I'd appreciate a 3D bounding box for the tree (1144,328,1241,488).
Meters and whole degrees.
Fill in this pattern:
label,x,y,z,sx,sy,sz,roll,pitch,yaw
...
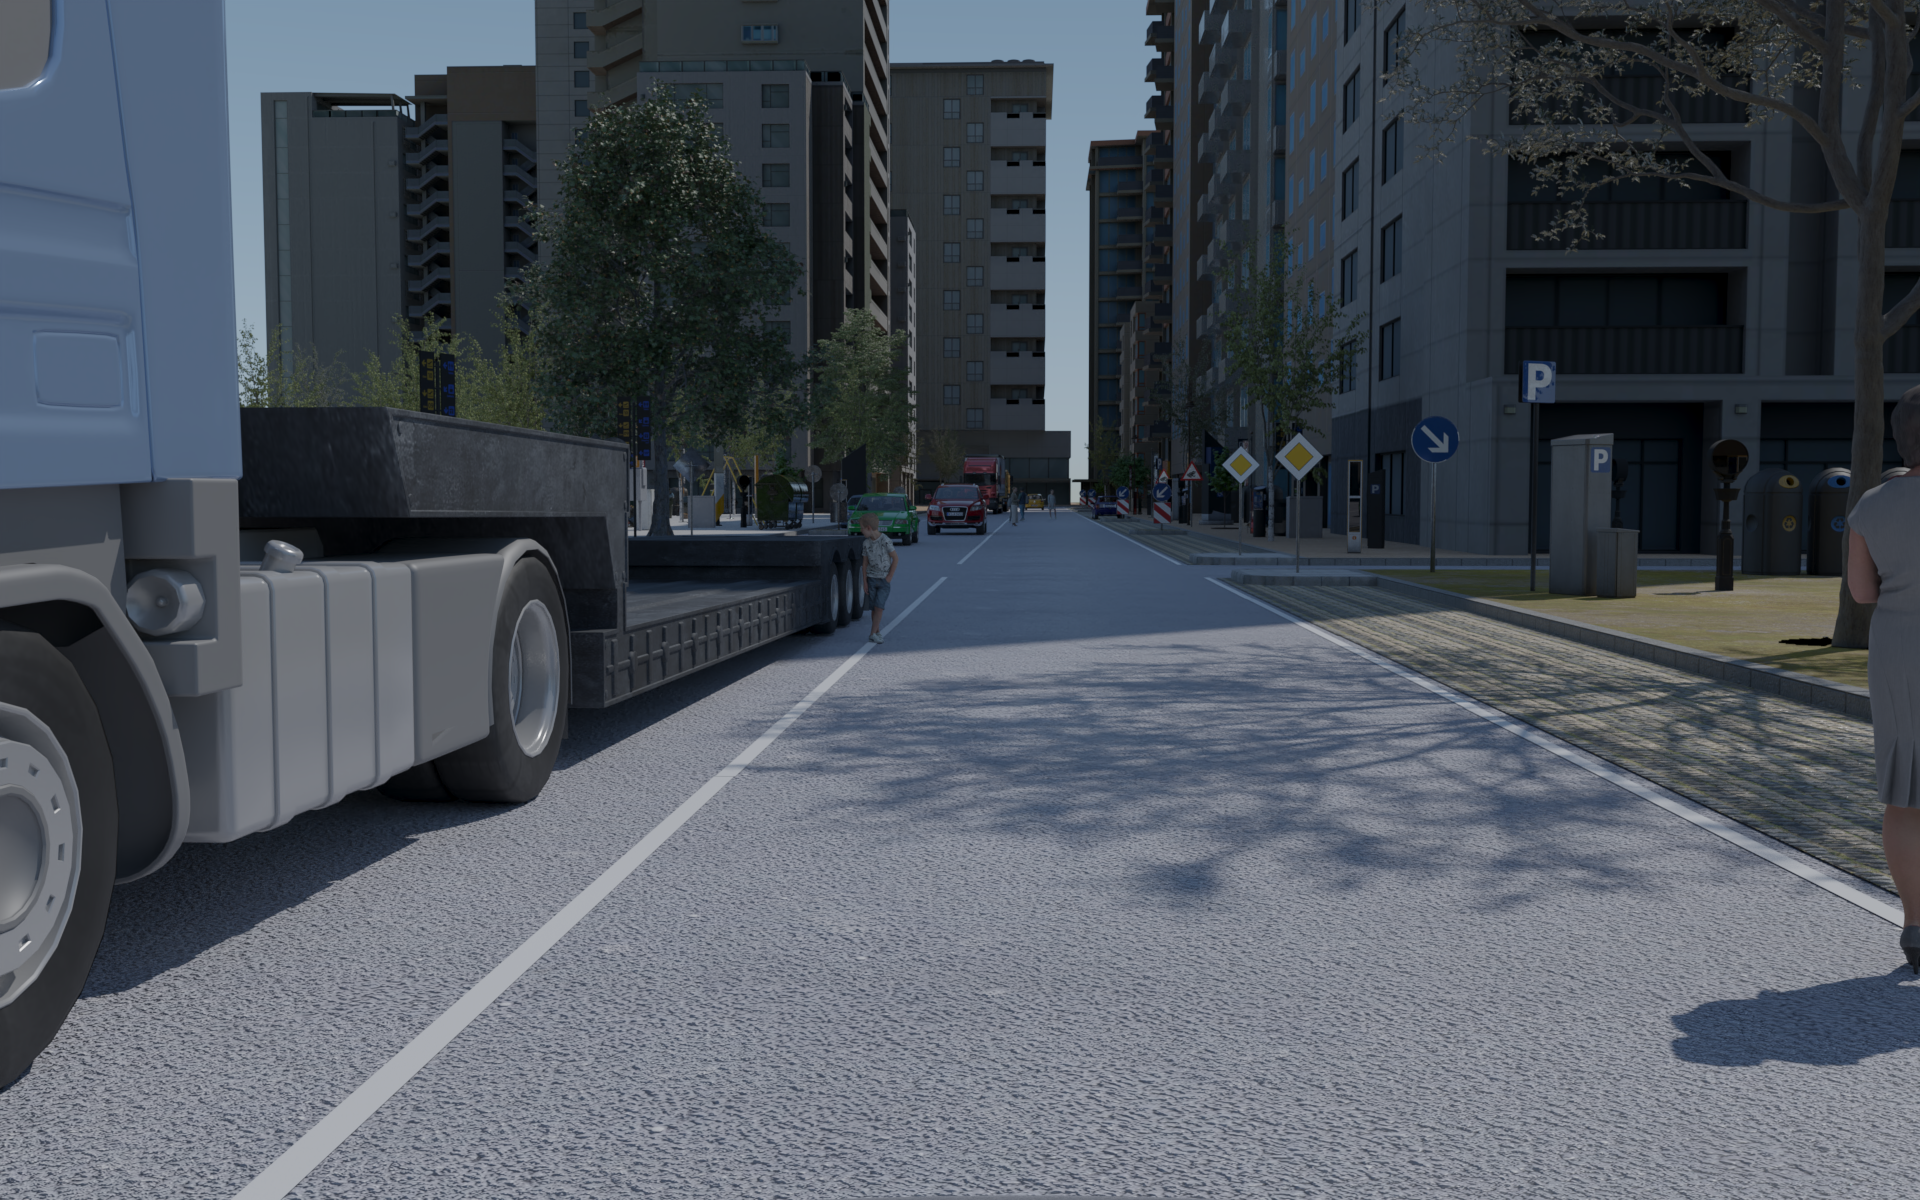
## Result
label,x,y,z,sx,sy,sz,roll,pitch,yaw
tree,10.461,-7.796,77.830,4.360,8.622,3.978,0,3,0

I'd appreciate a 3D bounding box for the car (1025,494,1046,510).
label,x,y,z,sx,sy,sz,roll,pitch,yaw
car,6.613,-8.783,153.820,2.015,1.641,3.980,0,4,2

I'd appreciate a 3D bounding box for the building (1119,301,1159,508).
label,x,y,z,sx,sy,sz,roll,pitch,yaw
building,30.155,-19.827,169.209,27.650,21.520,28.899,0,4,3

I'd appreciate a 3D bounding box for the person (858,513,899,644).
label,x,y,z,sx,sy,sz,roll,pitch,yaw
person,-0.791,-0.214,16.688,0.352,1.250,0.332,-2,4,-29

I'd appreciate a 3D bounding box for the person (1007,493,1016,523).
label,x,y,z,sx,sy,sz,roll,pitch,yaw
person,2.593,-4.586,86.073,0.503,1.515,0.523,0,4,-7

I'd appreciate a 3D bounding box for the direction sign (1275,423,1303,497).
label,x,y,z,sx,sy,sz,roll,pitch,yaw
direction sign,10.430,-3.852,54.972,0.876,3.537,0.379,0,4,-7

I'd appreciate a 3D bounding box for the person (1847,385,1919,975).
label,x,y,z,sx,sy,sz,roll,pitch,yaw
person,3.060,0.225,5.175,0.532,1.782,0.716,-3,5,-45

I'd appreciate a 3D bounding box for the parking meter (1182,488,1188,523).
label,x,y,z,sx,sy,sz,roll,pitch,yaw
parking meter,9.823,-4.113,75.658,0.372,1.533,0.369,0,3,0

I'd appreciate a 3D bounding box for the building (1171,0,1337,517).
label,x,y,z,sx,sy,sz,roll,pitch,yaw
building,22.062,-28.641,118.390,14.600,45.320,14.200,0,4,3

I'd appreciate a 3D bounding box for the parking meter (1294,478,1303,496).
label,x,y,z,sx,sy,sz,roll,pitch,yaw
parking meter,12.049,-3.424,61.687,0.255,1.863,0.399,2,4,29

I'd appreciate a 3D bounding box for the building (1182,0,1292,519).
label,x,y,z,sx,sy,sz,roll,pitch,yaw
building,24.923,-29.052,94.601,23.786,49.044,30.456,0,4,3

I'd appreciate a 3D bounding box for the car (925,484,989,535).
label,x,y,z,sx,sy,sz,roll,pitch,yaw
car,-0.075,-3.286,62.401,2.281,1.827,5.304,0,4,2

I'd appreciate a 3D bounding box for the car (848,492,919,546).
label,x,y,z,sx,sy,sz,roll,pitch,yaw
car,-2.169,-2.494,49.575,1.959,1.807,4.718,0,4,2

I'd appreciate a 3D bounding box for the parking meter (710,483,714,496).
label,x,y,z,sx,sy,sz,roll,pitch,yaw
parking meter,-12.646,-5.083,88.811,0.255,1.863,0.399,1,4,18

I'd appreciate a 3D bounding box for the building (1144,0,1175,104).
label,x,y,z,sx,sy,sz,roll,pitch,yaw
building,26.257,-29.675,139.813,22.147,44.769,28.867,0,4,3

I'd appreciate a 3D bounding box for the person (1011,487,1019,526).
label,x,y,z,sx,sy,sz,roll,pitch,yaw
person,2.476,-4.188,77.522,0.362,1.759,0.519,1,4,12

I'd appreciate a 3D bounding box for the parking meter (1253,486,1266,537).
label,x,y,z,sx,sy,sz,roll,pitch,yaw
parking meter,8.909,-2.635,51.497,0.372,1.533,0.369,0,3,0

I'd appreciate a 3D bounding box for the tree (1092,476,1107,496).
label,x,y,z,sx,sy,sz,roll,pitch,yaw
tree,13.970,-10.710,169.710,1.663,3.219,1.824,0,3,0

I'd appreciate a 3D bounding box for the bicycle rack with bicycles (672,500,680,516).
label,x,y,z,sx,sy,sz,roll,pitch,yaw
bicycle rack with bicycles,-15.894,-5.377,101.292,2.925,0.926,2.852,-2,4,-34

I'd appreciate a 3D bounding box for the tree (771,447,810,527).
label,x,y,z,sx,sy,sz,roll,pitch,yaw
tree,-6.947,-4.461,67.546,1.663,3.219,1.824,0,3,0

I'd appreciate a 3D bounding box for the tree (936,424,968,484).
label,x,y,z,sx,sy,sz,roll,pitch,yaw
tree,-1.691,-13.971,178.787,4.360,8.622,3.978,0,3,0

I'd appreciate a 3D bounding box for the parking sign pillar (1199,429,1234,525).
label,x,y,z,sx,sy,sz,roll,pitch,yaw
parking sign pillar,10.684,-5.113,72.067,1.447,3.967,1.447,-2,4,-35

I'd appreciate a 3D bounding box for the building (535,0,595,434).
label,x,y,z,sx,sy,sz,roll,pitch,yaw
building,-29.418,-44.979,173.652,20.611,71.187,20.563,0,4,3

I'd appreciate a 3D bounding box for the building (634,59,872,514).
label,x,y,z,sx,sy,sz,roll,pitch,yaw
building,-13.754,-21.250,119.131,14.160,30.474,14.107,0,4,3

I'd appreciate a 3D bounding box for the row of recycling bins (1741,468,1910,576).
label,x,y,z,sx,sy,sz,roll,pitch,yaw
row of recycling bins,14.207,-1.228,27.186,3.534,1.692,1.069,1,4,18

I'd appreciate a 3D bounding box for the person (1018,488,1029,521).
label,x,y,z,sx,sy,sz,roll,pitch,yaw
person,3.305,-5.074,91.804,0.721,1.781,0.623,3,4,36

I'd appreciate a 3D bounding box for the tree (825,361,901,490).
label,x,y,z,sx,sy,sz,roll,pitch,yaw
tree,-5.394,-8.937,96.480,4.737,8.622,4.395,0,3,0

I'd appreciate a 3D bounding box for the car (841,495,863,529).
label,x,y,z,sx,sy,sz,roll,pitch,yaw
car,-3.985,-3.756,73.410,2.014,1.417,4.499,0,4,3

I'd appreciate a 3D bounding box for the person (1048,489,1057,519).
label,x,y,z,sx,sy,sz,roll,pitch,yaw
person,5.228,-5.442,98.486,0.512,1.701,0.522,-2,4,-26

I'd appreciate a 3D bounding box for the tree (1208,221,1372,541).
label,x,y,z,sx,sy,sz,roll,pitch,yaw
tree,8.603,-5.895,46.746,4.737,8.622,4.395,0,3,0

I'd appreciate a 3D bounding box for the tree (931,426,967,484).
label,x,y,z,sx,sy,sz,roll,pitch,yaw
tree,-1.314,-14.628,189.533,4.737,8.622,4.395,0,3,0

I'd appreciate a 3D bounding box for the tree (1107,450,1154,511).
label,x,y,z,sx,sy,sz,roll,pitch,yaw
tree,12.648,-8.841,128.264,4.285,4.588,4.351,0,3,0

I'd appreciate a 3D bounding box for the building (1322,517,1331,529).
label,x,y,z,sx,sy,sz,roll,pitch,yaw
building,20.202,-25.352,64.622,14.600,45.320,14.200,0,4,3

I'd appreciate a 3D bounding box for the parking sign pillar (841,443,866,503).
label,x,y,z,sx,sy,sz,roll,pitch,yaw
parking sign pillar,-5.632,-6.299,91.456,1.447,3.967,1.447,-1,4,-14

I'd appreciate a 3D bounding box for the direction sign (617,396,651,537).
label,x,y,z,sx,sy,sz,roll,pitch,yaw
direction sign,-7.553,-2.948,40.196,0.876,3.537,0.379,1,4,22

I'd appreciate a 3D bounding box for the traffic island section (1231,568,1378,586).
label,x,y,z,sx,sy,sz,roll,pitch,yaw
traffic island section,5.523,-0.365,28.243,2.009,0.180,2.903,0,4,3

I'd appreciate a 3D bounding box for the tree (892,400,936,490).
label,x,y,z,sx,sy,sz,roll,pitch,yaw
tree,-4.405,-11.178,133.128,4.360,8.622,3.978,0,3,0

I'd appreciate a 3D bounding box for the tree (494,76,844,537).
label,x,y,z,sx,sy,sz,roll,pitch,yaw
tree,-8.340,-8.020,48.137,9.611,12.733,9.660,0,3,0

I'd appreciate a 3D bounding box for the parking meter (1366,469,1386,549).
label,x,y,z,sx,sy,sz,roll,pitch,yaw
parking meter,9.788,-2.144,40.769,0.399,1.863,0.255,2,4,28

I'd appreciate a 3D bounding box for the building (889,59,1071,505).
label,x,y,z,sx,sy,sz,roll,pitch,yaw
building,-0.330,-38.081,211.866,27.495,52.752,28.713,0,4,3

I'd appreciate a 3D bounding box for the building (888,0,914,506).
label,x,y,z,sx,sy,sz,roll,pitch,yaw
building,-14.754,-43.981,157.348,20.563,71.187,20.611,0,4,3

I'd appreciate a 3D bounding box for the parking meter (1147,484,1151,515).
label,x,y,z,sx,sy,sz,roll,pitch,yaw
parking meter,11.506,-6.093,105.339,0.255,1.863,0.399,0,4,6

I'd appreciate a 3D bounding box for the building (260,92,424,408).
label,x,y,z,sx,sy,sz,roll,pitch,yaw
building,-62.224,-30.327,179.438,14.086,41.232,14.154,0,4,3

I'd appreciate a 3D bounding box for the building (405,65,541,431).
label,x,y,z,sx,sy,sz,roll,pitch,yaw
building,-47.492,-32.337,178.823,14.200,45.320,14.600,0,4,3

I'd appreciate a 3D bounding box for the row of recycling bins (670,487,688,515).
label,x,y,z,sx,sy,sz,roll,pitch,yaw
row of recycling bins,-17.229,-6.065,106.280,1.069,1.692,3.534,0,4,-3

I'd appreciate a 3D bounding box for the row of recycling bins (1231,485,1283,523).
label,x,y,z,sx,sy,sz,roll,pitch,yaw
row of recycling bins,12.547,-4.259,76.755,3.534,1.692,1.069,0,4,-2

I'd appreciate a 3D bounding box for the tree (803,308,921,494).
label,x,y,z,sx,sy,sz,roll,pitch,yaw
tree,-6.058,-11.511,106.334,7.486,12.596,7.792,0,3,0

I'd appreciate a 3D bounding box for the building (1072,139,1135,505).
label,x,y,z,sx,sy,sz,roll,pitch,yaw
building,28.005,-33.807,207.363,28.867,44.769,22.147,0,4,3

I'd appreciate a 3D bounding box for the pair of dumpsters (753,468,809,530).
label,x,y,z,sx,sy,sz,roll,pitch,yaw
pair of dumpsters,-6.591,-3.740,63.641,1.574,2.255,4.437,0,4,2

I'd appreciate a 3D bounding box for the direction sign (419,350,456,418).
label,x,y,z,sx,sy,sz,roll,pitch,yaw
direction sign,-8.358,-2.189,27.791,0.379,3.537,0.876,1,4,20

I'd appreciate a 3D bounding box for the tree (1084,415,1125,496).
label,x,y,z,sx,sy,sz,roll,pitch,yaw
tree,13.599,-12.913,161.492,4.737,8.622,4.395,0,3,0

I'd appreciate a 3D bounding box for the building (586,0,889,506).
label,x,y,z,sx,sy,sz,roll,pitch,yaw
building,-17.158,-31.368,136.567,21.300,48.544,21.600,0,4,3

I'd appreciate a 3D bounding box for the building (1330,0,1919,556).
label,x,y,z,sx,sy,sz,roll,pitch,yaw
building,21.803,-37.034,43.758,20.611,71.187,20.563,0,4,3

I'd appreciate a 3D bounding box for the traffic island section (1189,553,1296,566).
label,x,y,z,sx,sy,sz,roll,pitch,yaw
traffic island section,5.875,-0.853,36.220,2.009,0.180,2.903,0,4,3

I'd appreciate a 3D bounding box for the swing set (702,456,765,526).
label,x,y,z,sx,sy,sz,roll,pitch,yaw
swing set,-9.658,-4.546,71.955,2.862,2.851,3.119,0,4,0

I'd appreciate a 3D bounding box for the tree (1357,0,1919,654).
label,x,y,z,sx,sy,sz,roll,pitch,yaw
tree,7.660,-6.346,14.122,12.009,13.543,11.850,0,3,0

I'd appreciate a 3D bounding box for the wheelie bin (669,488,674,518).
label,x,y,z,sx,sy,sz,roll,pitch,yaw
wheelie bin,-15.454,-5.083,91.010,0.980,1.594,0.693,-3,5,-40

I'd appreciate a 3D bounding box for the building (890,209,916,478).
label,x,y,z,sx,sy,sz,roll,pitch,yaw
building,-11.682,-24.835,177.748,14.107,30.474,14.160,0,4,3

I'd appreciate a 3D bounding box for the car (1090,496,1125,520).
label,x,y,z,sx,sy,sz,roll,pitch,yaw
car,8.385,-5.236,98.194,1.945,1.354,3.894,0,4,2

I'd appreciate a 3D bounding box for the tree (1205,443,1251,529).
label,x,y,z,sx,sy,sz,roll,pitch,yaw
tree,9.610,-4.210,63.433,1.663,3.219,1.824,0,3,0
